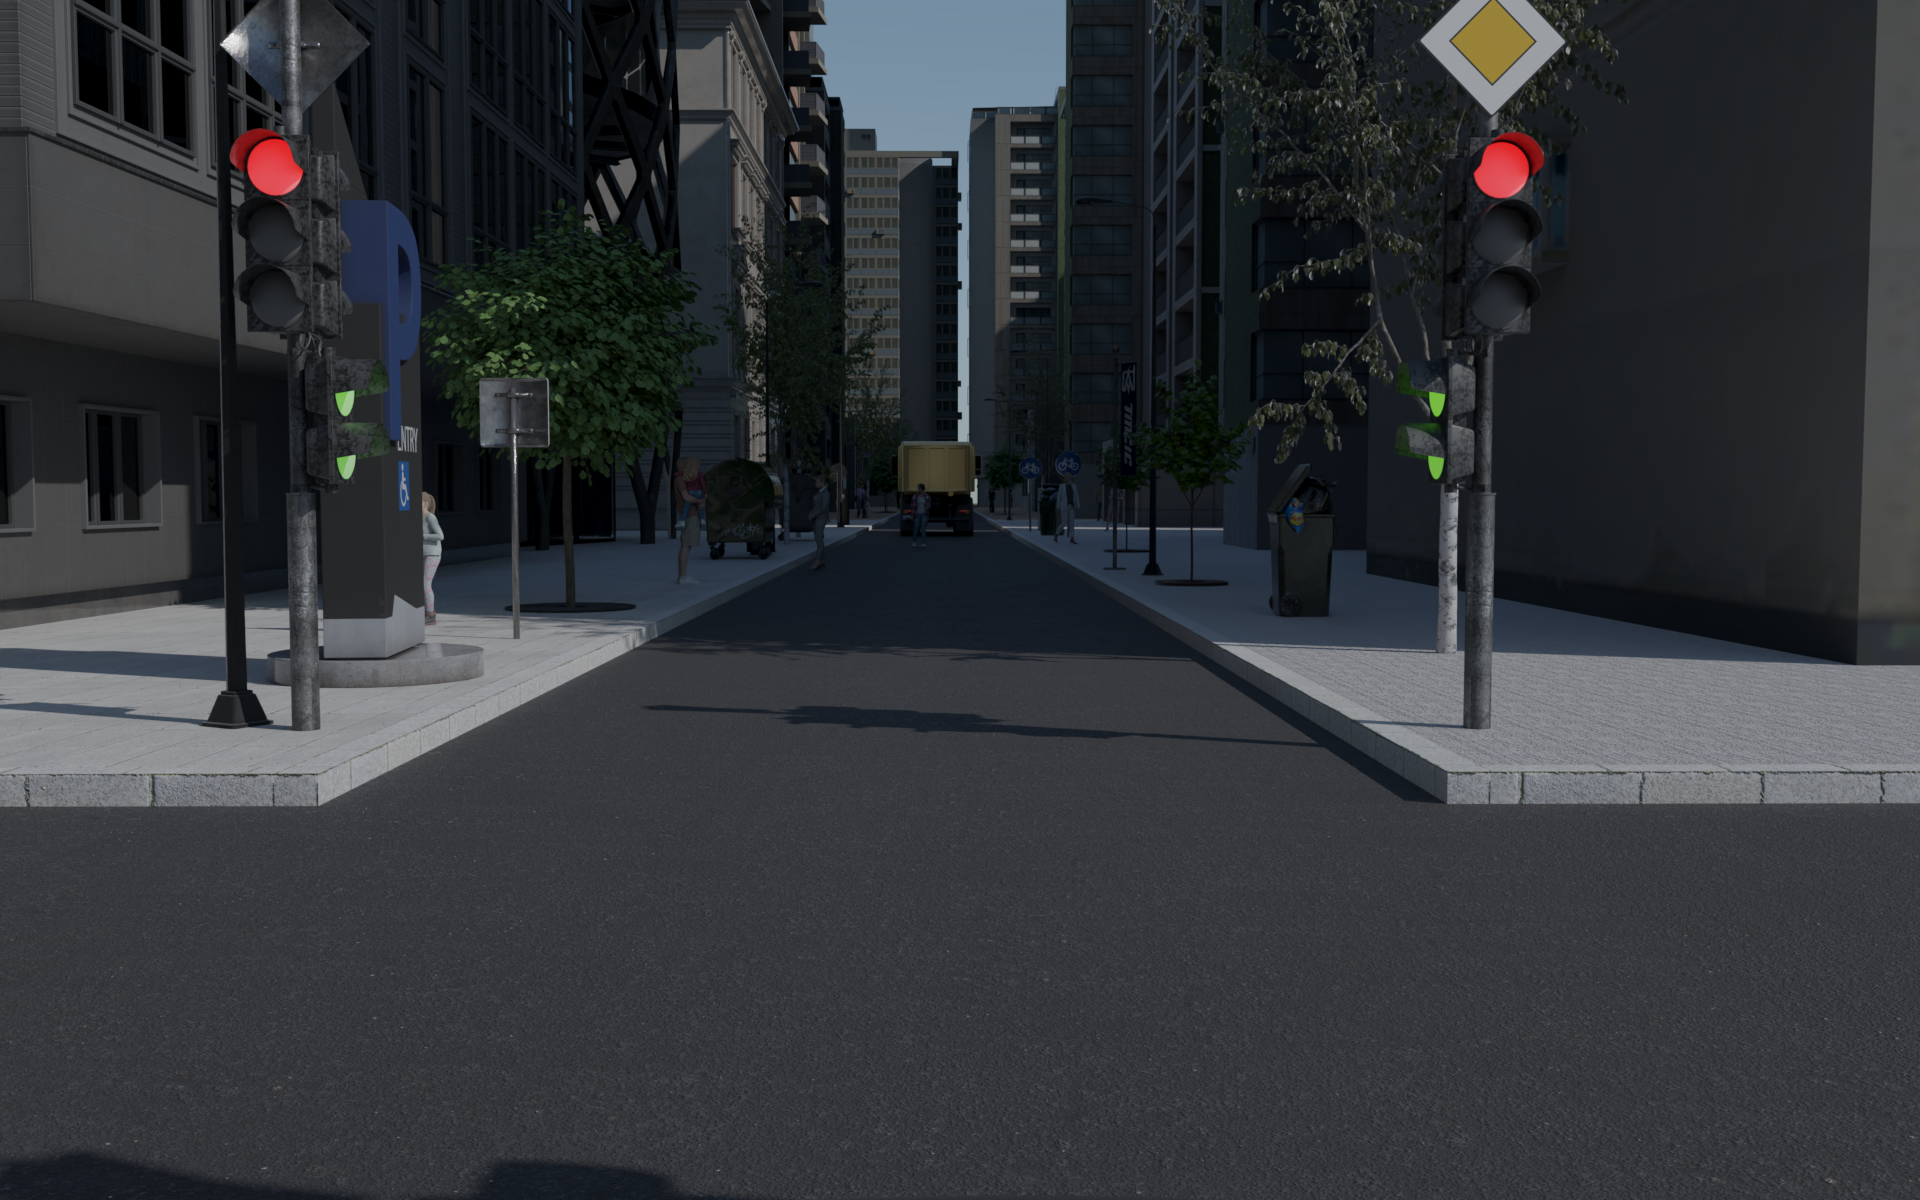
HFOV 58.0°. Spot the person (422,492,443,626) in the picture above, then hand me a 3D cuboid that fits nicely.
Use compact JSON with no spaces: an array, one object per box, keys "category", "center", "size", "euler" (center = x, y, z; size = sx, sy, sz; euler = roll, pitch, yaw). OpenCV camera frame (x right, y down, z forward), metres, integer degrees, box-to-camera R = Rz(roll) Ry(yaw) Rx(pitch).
[{"category":"person","center":[-5.246,-0.408,16.987],"size":[0.425,1.301,0.394],"euler":[2,4,25]}]

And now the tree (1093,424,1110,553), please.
[{"category":"tree","center":[3.813,-2.671,38.270],"size":[1.663,3.219,1.824],"euler":[0,3,0]}]

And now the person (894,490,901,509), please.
[{"category":"person","center":[-5.203,-8.518,144.944],"size":[0.705,1.869,1.348],"euler":[1,4,15]}]

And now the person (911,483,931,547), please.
[{"category":"person","center":[-1.063,-2.302,46.976],"size":[0.563,1.720,0.643],"euler":[0,4,-5]}]

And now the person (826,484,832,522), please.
[{"category":"person","center":[-6.088,-4.428,78.621],"size":[0.526,1.800,0.537],"euler":[-1,4,-22]}]

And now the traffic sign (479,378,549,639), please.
[{"category":"traffic sign","center":[-3.923,-0.803,15.265],"size":[0.606,2.300,0.079],"euler":[0,4,2]}]

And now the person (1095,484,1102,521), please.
[{"category":"person","center":[6.816,-4.700,82.803],"size":[0.656,1.842,0.836],"euler":[-2,4,-24]}]

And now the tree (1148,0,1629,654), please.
[{"category":"tree","center":[3.838,-3.888,13.929],"size":[4.360,8.622,3.978],"euler":[0,3,0]}]

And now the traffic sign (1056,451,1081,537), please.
[{"category":"traffic sign","center":[3.224,-3.141,51.461],"size":[0.768,2.556,0.104],"euler":[1,4,9]}]

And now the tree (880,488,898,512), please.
[{"category":"tree","center":[-5.218,-7.851,122.958],"size":[1.663,3.219,1.824],"euler":[0,3,0]}]

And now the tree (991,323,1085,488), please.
[{"category":"tree","center":[3.494,-7.552,73.830],"size":[4.360,8.622,3.978],"euler":[0,3,0]}]

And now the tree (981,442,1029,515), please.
[{"category":"tree","center":[2.742,-7.640,108.632],"size":[4.285,4.588,4.351],"euler":[0,3,0]}]

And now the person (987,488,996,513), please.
[{"category":"person","center":[2.162,-6.835,118.611],"size":[0.721,1.723,1.217],"euler":[-2,4,-26]}]

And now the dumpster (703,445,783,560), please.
[{"category":"dumpster","center":[-4.356,-1.959,34.522],"size":[1.502,2.255,1.985],"euler":[0,4,-1]}]

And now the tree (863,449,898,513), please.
[{"category":"tree","center":[-5.035,-8.272,118.956],"size":[4.285,4.588,4.351],"euler":[0,3,0]}]

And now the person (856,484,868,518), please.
[{"category":"person","center":[-5.140,-5.240,91.588],"size":[0.709,1.838,0.599],"euler":[-3,5,-42]}]

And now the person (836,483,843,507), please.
[{"category":"person","center":[-5.580,-4.639,82.135],"size":[0.600,1.795,0.529],"euler":[-2,4,-28]}]

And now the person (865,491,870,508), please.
[{"category":"person","center":[-8.824,-9.446,163.604],"size":[0.621,1.740,0.551],"euler":[-1,4,-10]}]

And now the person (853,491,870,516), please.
[{"category":"person","center":[-5.782,-5.821,101.773],"size":[0.990,1.755,0.434],"euler":[0,4,-2]}]

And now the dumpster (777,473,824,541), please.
[{"category":"dumpster","center":[-4.413,-2.585,48.016],"size":[1.264,1.857,1.865],"euler":[0,4,-1]}]

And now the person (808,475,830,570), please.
[{"category":"person","center":[-2.733,-1.468,32.783],"size":[0.573,1.790,0.520],"euler":[-3,4,-37]}]

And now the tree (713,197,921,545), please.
[{"category":"tree","center":[-4.169,-5.702,43.593],"size":[4.737,8.622,4.395],"euler":[0,3,0]}]

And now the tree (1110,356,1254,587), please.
[{"category":"tree","center":[3.386,-1.819,24.347],"size":[1.663,3.219,1.824],"euler":[0,3,0]}]

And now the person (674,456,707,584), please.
[{"category":"person","center":[-3.871,-1.144,24.729],"size":[0.580,1.828,0.573],"euler":[2,4,32]}]

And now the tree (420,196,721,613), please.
[{"category":"tree","center":[-4.287,-2.175,19.283],"size":[4.285,4.588,4.351],"euler":[0,3,0]}]

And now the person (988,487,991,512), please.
[{"category":"person","center":[2.302,-7.288,125.721],"size":[0.721,1.766,1.217],"euler":[0,4,-4]}]

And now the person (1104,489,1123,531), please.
[{"category":"person","center":[5.249,-3.237,59.303],"size":[0.599,1.781,0.374],"euler":[2,4,35]}]

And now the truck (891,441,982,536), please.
[{"category":"truck","center":[-0.848,-4.068,62.437],"size":[3.469,3.379,9.791],"euler":[0,4,-1]}]

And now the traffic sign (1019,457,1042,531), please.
[{"category":"traffic sign","center":[2.424,-3.642,59.654],"size":[0.768,2.556,0.104],"euler":[0,4,3]}]

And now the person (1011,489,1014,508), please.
[{"category":"person","center":[4.859,-9.443,161.152],"size":[0.721,1.735,1.217],"euler":[-1,4,-10]}]

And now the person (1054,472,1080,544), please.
[{"category":"person","center":[2.744,-2.369,44.649],"size":[0.514,1.842,0.818],"euler":[-3,4,-36]}]
